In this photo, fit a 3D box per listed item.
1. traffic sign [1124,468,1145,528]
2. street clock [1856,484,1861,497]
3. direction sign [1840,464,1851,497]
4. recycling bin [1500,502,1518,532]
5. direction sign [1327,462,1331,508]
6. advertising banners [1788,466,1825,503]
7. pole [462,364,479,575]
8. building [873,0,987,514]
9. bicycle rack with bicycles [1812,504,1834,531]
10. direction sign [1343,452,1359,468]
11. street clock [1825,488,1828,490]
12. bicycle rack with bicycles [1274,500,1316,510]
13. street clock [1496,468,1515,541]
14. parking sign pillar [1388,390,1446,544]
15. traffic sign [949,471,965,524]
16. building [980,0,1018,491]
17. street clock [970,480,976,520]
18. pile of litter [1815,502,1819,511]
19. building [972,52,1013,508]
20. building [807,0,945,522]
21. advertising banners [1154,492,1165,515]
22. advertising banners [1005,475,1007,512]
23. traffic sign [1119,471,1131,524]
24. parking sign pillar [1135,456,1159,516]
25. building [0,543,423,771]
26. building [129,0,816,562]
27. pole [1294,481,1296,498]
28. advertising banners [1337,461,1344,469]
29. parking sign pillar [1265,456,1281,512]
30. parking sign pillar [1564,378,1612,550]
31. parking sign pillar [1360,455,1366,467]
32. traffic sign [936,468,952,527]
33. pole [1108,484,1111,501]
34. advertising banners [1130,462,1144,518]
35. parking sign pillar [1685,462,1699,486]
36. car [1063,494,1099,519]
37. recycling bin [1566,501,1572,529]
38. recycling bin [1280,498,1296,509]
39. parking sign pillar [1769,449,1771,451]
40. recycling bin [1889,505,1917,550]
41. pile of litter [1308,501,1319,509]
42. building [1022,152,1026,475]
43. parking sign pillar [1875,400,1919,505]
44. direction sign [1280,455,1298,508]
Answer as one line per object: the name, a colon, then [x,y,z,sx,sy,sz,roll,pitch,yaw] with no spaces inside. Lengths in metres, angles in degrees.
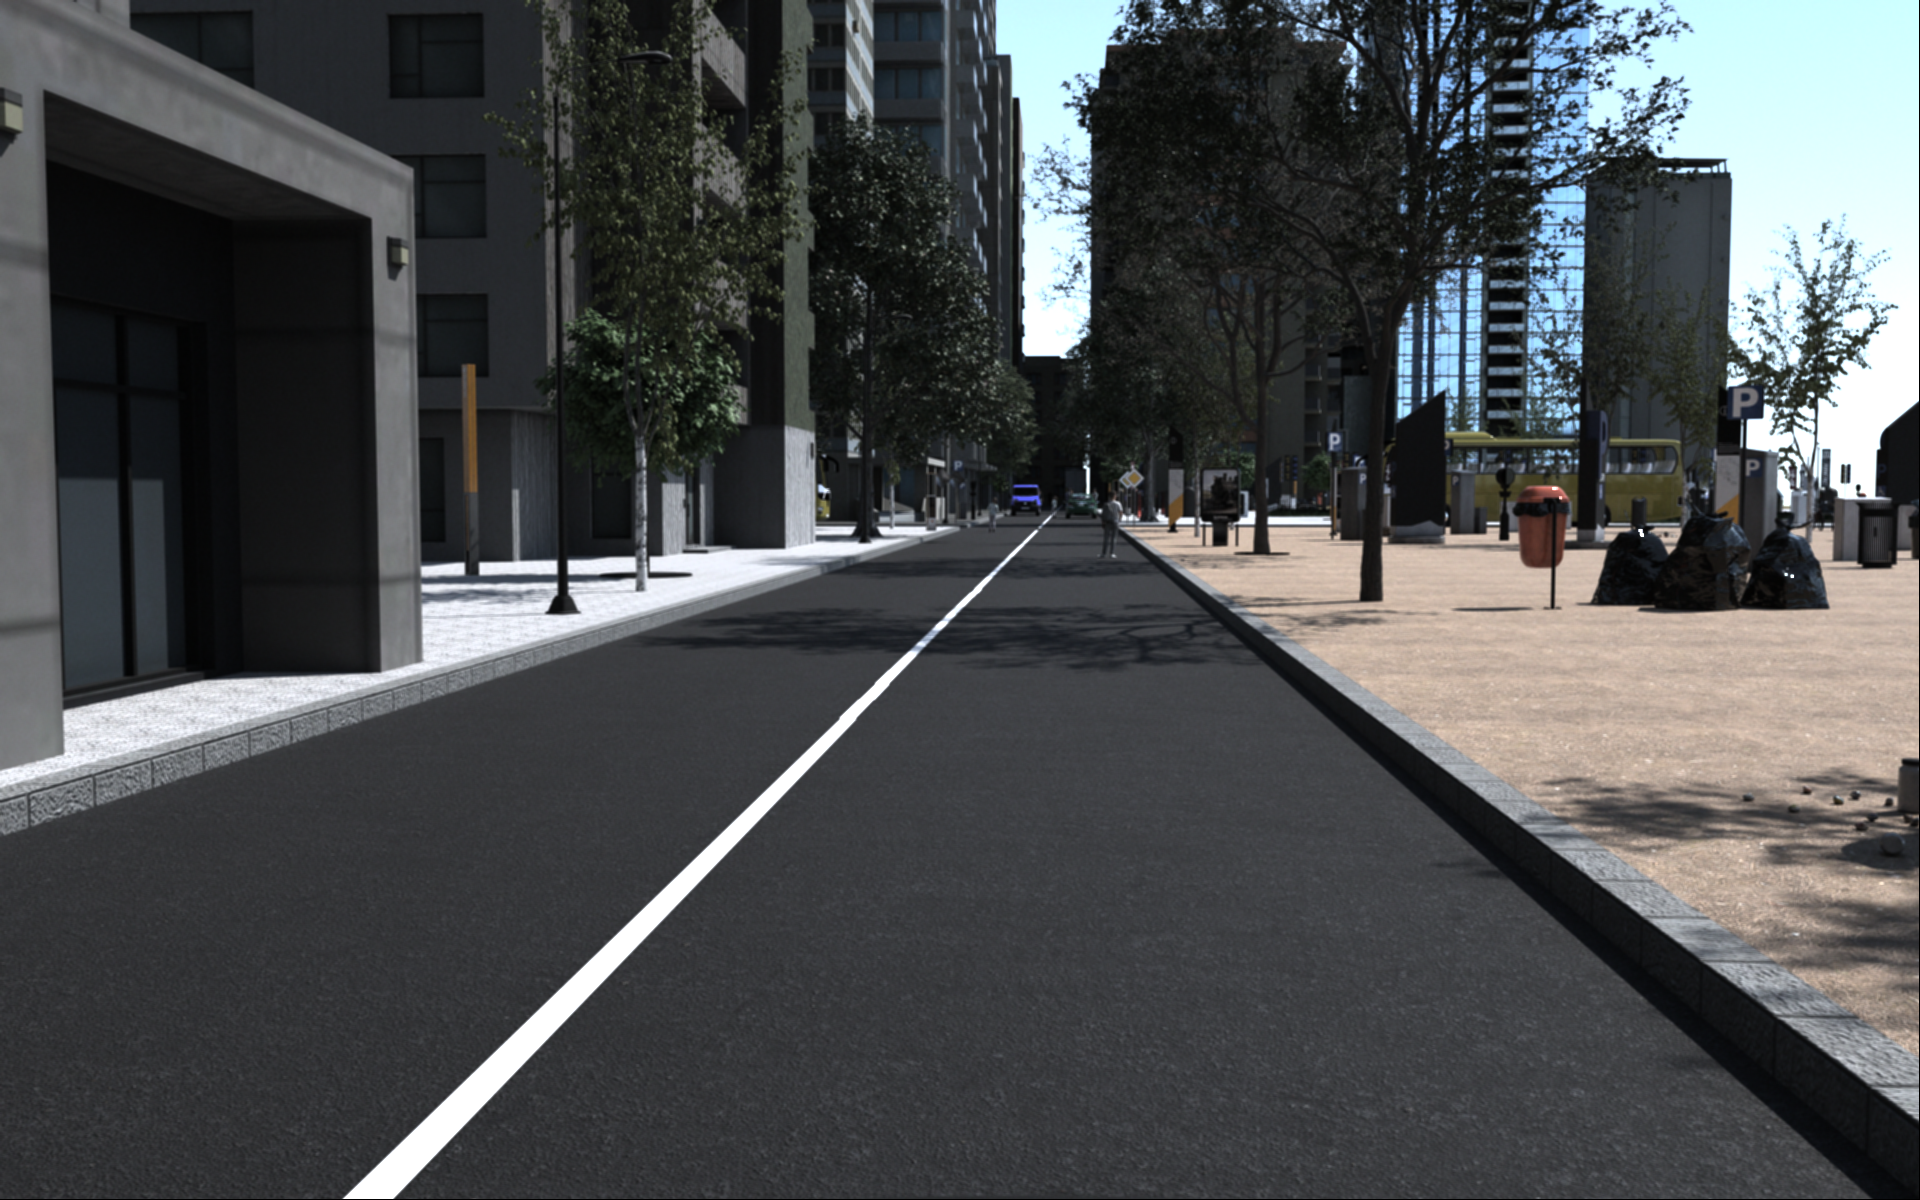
traffic sign: [6.676,-3.838,66.392,0.795,2.450,0.064,0,4,4]
street clock: [65.614,-7.460,126.546,0.358,2.002,0.471,1,4,12]
direction sign: [66.333,-8.426,129.765,0.379,3.537,0.876,-1,4,-21]
recycling bin: [18.718,-2.816,58.595,0.722,1.027,0.722,0,4,2]
direction sign: [26.256,-8.026,123.214,0.379,3.537,0.876,2,4,28]
advertising banners: [51.932,-6.737,106.341,2.074,3.025,0.090,2,4,34]
pole: [-7.719,-2.046,27.297,0.158,3.312,0.155,0,3,0]
building: [-9.642,-30.664,120.971,23.786,49.044,30.456,0,4,4]
bicycle rack with bicycles: [30.929,-2.853,60.036,2.852,0.926,2.925,1,4,17]
direction sign: [20.967,-6.180,93.034,0.876,3.537,0.379,-1,4,-10]
street clock: [62.708,-7.384,125.300,0.358,2.002,0.471,1,4,14]
bicycle rack with bicycles: [19.828,-5.516,103.575,2.852,0.926,2.925,3,5,45]
street clock: [15.060,-2.648,47.871,0.471,2.002,0.358,-1,4,-19]
parking sign pillar: [11.857,-3.450,44.877,1.447,3.967,1.447,0,4,-8]
traffic sign: [-0.179,-4.356,74.862,0.795,2.450,0.064,0,4,4]
building: [-4.579,-44.966,173.449,20.563,71.187,20.611,0,4,4]
street clock: [0.661,-5.016,86.584,0.358,2.002,0.471,0,4,7]
pile of litter: [51.119,-5.515,104.127,1.176,0.858,1.719,3,5,42]
building: [-2.508,-28.947,156.876,14.154,41.232,14.086,0,4,4]
building: [-17.215,-24.136,86.501,32.217,40.220,23.993,0,4,4]
advertising banners: [12.559,-6.769,106.868,0.090,3.025,2.074,-2,4,-30]
advertising banners: [3.330,-7.965,126.409,0.090,3.025,2.074,0,3,0]
traffic sign: [7.198,-4.325,74.360,0.795,2.450,0.064,0,4,4]
parking sign pillar: [11.069,-6.986,102.699,1.447,3.967,1.447,3,4,38]
building: [-14.577,-34.798,7.207,20.563,71.187,20.611,0,4,4]
building: [-11.230,-16.288,38.008,14.160,30.474,14.107,0,4,4]
pole: [25.729,-8.511,132.994,0.158,3.312,0.155,0,3,0]
advertising banners: [20.377,-5.713,89.588,2.074,3.025,0.090,1,4,8]
parking sign pillar: [22.207,-8.255,123.443,1.447,3.967,1.447,-1,4,-14]
parking sign pillar: [14.847,-3.192,40.655,1.447,3.967,1.447,2,4,29]
parking sign pillar: [27.534,-7.976,118.874,1.447,3.967,1.447,0,4,2]
traffic sign: [-0.702,-3.869,66.894,0.795,2.450,0.064,0,4,4]
pole: [12.484,-9.226,144.695,0.158,3.312,0.155,0,3,0]
advertising banners: [9.526,-5.851,91.844,0.090,3.025,2.074,3,4,36]
parking sign pillar: [60.070,-9.417,142.438,1.447,3.967,1.447,-2,4,-26]
car: [7.143,-5.516,101.982,2.131,1.459,4.920,0,4,4]
recycling bin: [21.746,-3.086,63.008,0.722,1.027,0.722,-1,4,-10]
recycling bin: [20.608,-5.888,108.821,0.722,1.027,0.722,-3,5,-44]
parking sign pillar: [47.612,-7.011,103.107,1.447,3.967,1.447,-2,4,-24]
recycling bin: [21.718,-1.669,39.835,0.722,1.027,0.722,3,5,41]
pile of litter: [21.928,-5.700,107.162,1.176,0.858,1.719,-3,4,-37]
building: [-7.276,-36.325,213.526,30.456,49.044,23.786,0,4,4]
parking sign pillar: [26.216,-3.659,48.303,1.447,3.967,1.447,-1,4,-18]
direction sign: [19.323,-6.677,101.167,0.876,3.537,0.379,-2,4,-23]
